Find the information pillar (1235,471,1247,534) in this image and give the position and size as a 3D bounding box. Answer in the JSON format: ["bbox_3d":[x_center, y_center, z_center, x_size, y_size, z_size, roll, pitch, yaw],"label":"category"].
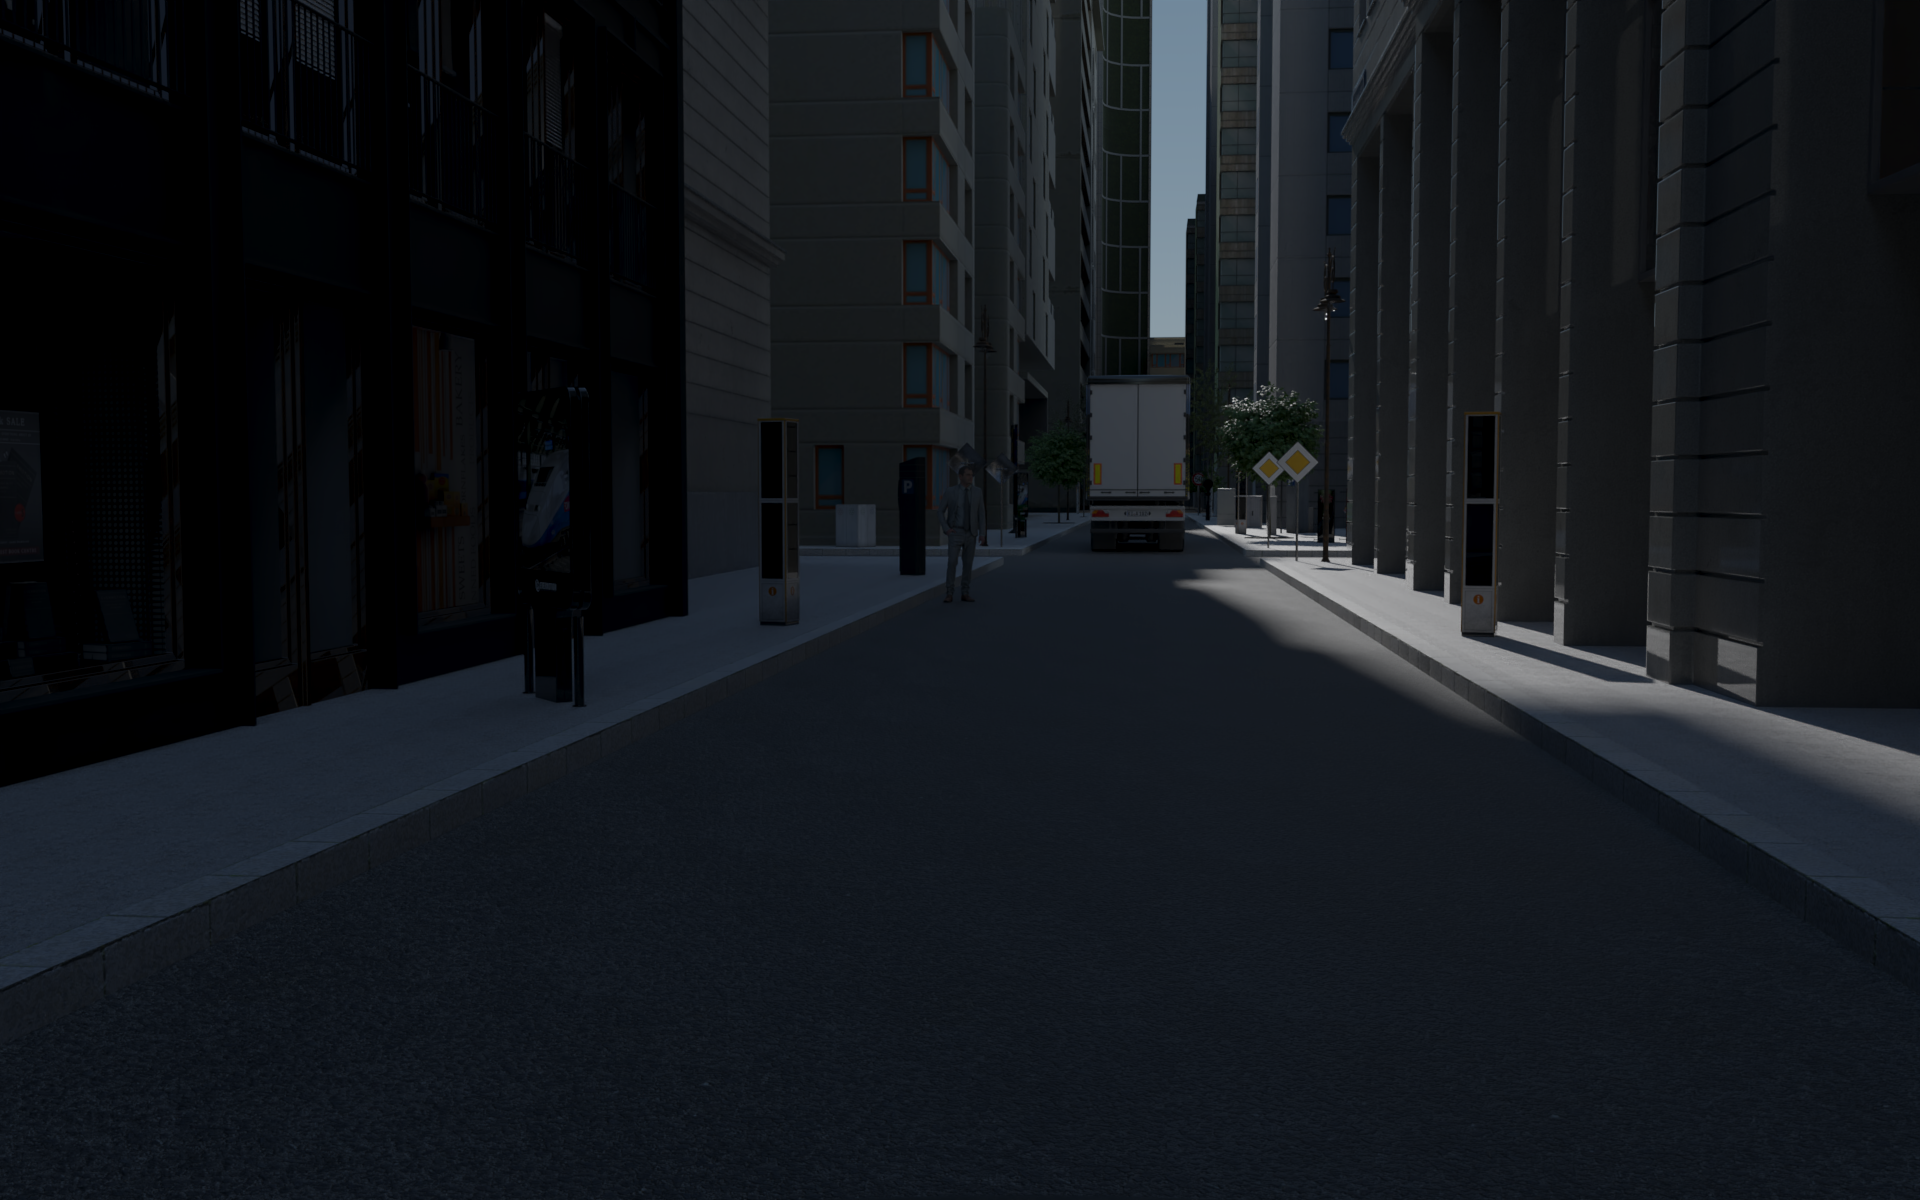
[{"bbox_3d":[9.039,-3.132,55.698,0.304,2.012,0.304,-1,4,-9],"label":"information pillar"}]

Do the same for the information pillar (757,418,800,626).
[{"bbox_3d":[-1.771,-0.762,16.943,0.304,2.012,0.304,1,4,21],"label":"information pillar"}]

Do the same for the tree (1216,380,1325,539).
[{"bbox_3d":[9.031,-4.065,50.180,4.285,4.588,4.351,0,3,0],"label":"tree"}]

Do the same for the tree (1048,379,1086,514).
[{"bbox_3d":[7.286,-9.785,110.350,4.360,8.622,3.978,0,3,0],"label":"tree"}]

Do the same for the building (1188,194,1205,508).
[{"bbox_3d":[29.756,-24.241,168.047,14.160,30.474,14.107,0,4,6],"label":"building"}]

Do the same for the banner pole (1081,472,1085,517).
[{"bbox_3d":[6.818,-6.495,96.213,0.401,3.779,0.863,-1,4,-12],"label":"banner pole"}]

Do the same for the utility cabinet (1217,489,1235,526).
[{"bbox_3d":[10.822,-3.708,69.312,0.318,1.500,1.173,-3,4,-36],"label":"utility cabinet"}]

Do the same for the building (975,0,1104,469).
[{"bbox_3d":[0.560,-36.014,178.061,27.495,52.752,28.713,0,4,6],"label":"building"}]

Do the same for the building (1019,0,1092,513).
[{"bbox_3d":[-1.343,-30.835,127.859,21.300,48.544,21.600,0,4,6],"label":"building"}]

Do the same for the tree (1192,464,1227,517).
[{"bbox_3d":[14.334,-6.365,98.672,1.663,3.219,1.824,0,3,0],"label":"tree"}]

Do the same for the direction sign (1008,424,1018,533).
[{"bbox_3d":[1.767,-3.946,56.517,0.379,3.537,0.876,-1,4,-11],"label":"direction sign"}]

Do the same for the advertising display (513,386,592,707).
[{"bbox_3d":[-2.534,-0.338,10.748,0.123,1.923,0.974,-2,4,-34],"label":"advertising display"}]

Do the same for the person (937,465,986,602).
[{"bbox_3d":[0.028,-0.885,23.070,0.635,1.810,0.391,-1,4,-22],"label":"person"}]

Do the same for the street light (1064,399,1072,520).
[{"bbox_3d":[5.282,-6.843,84.666,0.468,5.910,1.993,0,4,6],"label":"street light"}]

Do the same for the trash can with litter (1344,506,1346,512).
[{"bbox_3d":[10.778,-2.179,47.019,0.624,1.170,1.055,1,4,18],"label":"trash can with litter"}]

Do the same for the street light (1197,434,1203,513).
[{"bbox_3d":[15.901,-8.681,114.726,0.468,5.910,1.993,0,4,6],"label":"street light"}]

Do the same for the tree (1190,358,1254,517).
[{"bbox_3d":[13.985,-8.829,94.718,4.737,8.622,4.395,0,3,0],"label":"tree"}]

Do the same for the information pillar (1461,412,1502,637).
[{"bbox_3d":[4.704,-0.681,15.634,0.304,2.012,0.304,1,4,21],"label":"information pillar"}]

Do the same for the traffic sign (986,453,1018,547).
[{"bbox_3d":[1.005,-2.329,41.729,0.795,2.450,0.064,0,4,6],"label":"traffic sign"}]

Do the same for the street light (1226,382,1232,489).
[{"bbox_3d":[11.141,-6.058,71.832,0.468,5.910,1.993,0,4,6],"label":"street light"}]

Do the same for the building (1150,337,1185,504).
[{"bbox_3d":[37.849,-22.498,212.882,28.899,21.520,27.650,0,4,6],"label":"building"}]

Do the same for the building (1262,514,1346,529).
[{"bbox_3d":[23.661,-32.626,75.441,21.231,58.520,28.212,0,4,6],"label":"building"}]

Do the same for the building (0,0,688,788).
[{"bbox_3d":[-9.845,-11.055,10.422,12.332,23.373,15.834,0,4,6],"label":"building"}]

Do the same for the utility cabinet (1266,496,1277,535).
[{"bbox_3d":[9.834,-2.662,54.687,0.306,1.237,1.020,0,4,8],"label":"utility cabinet"}]

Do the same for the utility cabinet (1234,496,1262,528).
[{"bbox_3d":[11.005,-3.361,66.117,1.020,1.237,0.306,1,4,22],"label":"utility cabinet"}]

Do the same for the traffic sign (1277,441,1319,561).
[{"bbox_3d":[6.438,-1.801,33.082,0.795,2.450,0.064,0,4,6],"label":"traffic sign"}]

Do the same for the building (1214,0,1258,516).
[{"bbox_3d":[22.937,-25.919,107.369,14.154,41.232,14.086,0,4,6],"label":"building"}]

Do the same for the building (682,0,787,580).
[{"bbox_3d":[-15.116,-14.621,26.445,23.554,28.519,14.401,0,4,6],"label":"building"}]

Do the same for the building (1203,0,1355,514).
[{"bbox_3d":[31.260,-36.929,145.780,21.231,58.520,28.212,0,4,6],"label":"building"}]

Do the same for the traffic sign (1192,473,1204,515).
[{"bbox_3d":[14.276,-6.334,103.671,0.768,2.556,0.104,1,4,15],"label":"traffic sign"}]

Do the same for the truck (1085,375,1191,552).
[{"bbox_3d":[4.783,-3.519,46.445,2.839,4.237,11.283,0,4,6],"label":"truck"}]

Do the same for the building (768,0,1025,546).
[{"bbox_3d":[-12.665,-13.015,57.834,27.650,21.520,28.899,0,4,6],"label":"building"}]

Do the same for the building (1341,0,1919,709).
[{"bbox_3d":[10.928,-14.593,16.093,11.434,29.767,29.804,0,4,6],"label":"building"}]

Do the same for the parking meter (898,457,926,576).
[{"bbox_3d":[-0.760,-1.325,27.381,0.399,1.863,0.255,2,4,34],"label":"parking meter"}]

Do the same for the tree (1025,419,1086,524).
[{"bbox_3d":[4.433,-5.643,75.979,4.285,4.588,4.351,0,3,0],"label":"tree"}]

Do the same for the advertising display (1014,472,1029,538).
[{"bbox_3d":[1.791,-2.787,50.782,0.123,1.923,0.974,1,4,21],"label":"advertising display"}]

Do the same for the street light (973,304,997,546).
[{"bbox_3d":[0.614,-4.256,42.366,0.468,5.910,1.993,0,4,6],"label":"street light"}]

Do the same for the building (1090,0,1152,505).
[{"bbox_3d":[12.771,-47.187,209.760,20.611,71.187,20.563,0,4,6],"label":"building"}]

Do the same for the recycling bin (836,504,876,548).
[{"bbox_3d":[-2.525,-1.797,41.931,0.722,1.027,0.722,2,4,34],"label":"recycling bin"}]

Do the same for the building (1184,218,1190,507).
[{"bbox_3d":[30.713,-25.122,182.445,14.160,30.474,14.107,0,4,6],"label":"building"}]

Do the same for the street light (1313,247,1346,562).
[{"bbox_3d":[6.923,-3.660,32.627,0.468,5.910,1.993,0,4,6],"label":"street light"}]

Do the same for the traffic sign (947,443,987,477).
[{"bbox_3d":[0.134,-1.844,33.792,0.795,2.450,0.064,0,4,6],"label":"traffic sign"}]

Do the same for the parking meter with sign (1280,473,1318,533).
[{"bbox_3d":[11.111,-3.704,56.825,1.738,3.016,0.543,-3,4,-38],"label":"parking meter with sign"}]

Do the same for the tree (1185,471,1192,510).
[{"bbox_3d":[17.972,-8.153,127.900,1.663,3.219,1.824,0,3,0],"label":"tree"}]

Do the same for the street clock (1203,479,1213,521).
[{"bbox_3d":[12.024,-4.857,83.984,0.471,2.002,0.358,0,4,-5],"label":"street clock"}]

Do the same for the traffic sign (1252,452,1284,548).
[{"bbox_3d":[7.309,-2.286,41.020,0.795,2.450,0.064,0,4,6],"label":"traffic sign"}]

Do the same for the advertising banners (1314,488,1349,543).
[{"bbox_3d":[10.296,-2.996,45.170,2.074,3.025,0.090,1,4,19],"label":"advertising banners"}]
